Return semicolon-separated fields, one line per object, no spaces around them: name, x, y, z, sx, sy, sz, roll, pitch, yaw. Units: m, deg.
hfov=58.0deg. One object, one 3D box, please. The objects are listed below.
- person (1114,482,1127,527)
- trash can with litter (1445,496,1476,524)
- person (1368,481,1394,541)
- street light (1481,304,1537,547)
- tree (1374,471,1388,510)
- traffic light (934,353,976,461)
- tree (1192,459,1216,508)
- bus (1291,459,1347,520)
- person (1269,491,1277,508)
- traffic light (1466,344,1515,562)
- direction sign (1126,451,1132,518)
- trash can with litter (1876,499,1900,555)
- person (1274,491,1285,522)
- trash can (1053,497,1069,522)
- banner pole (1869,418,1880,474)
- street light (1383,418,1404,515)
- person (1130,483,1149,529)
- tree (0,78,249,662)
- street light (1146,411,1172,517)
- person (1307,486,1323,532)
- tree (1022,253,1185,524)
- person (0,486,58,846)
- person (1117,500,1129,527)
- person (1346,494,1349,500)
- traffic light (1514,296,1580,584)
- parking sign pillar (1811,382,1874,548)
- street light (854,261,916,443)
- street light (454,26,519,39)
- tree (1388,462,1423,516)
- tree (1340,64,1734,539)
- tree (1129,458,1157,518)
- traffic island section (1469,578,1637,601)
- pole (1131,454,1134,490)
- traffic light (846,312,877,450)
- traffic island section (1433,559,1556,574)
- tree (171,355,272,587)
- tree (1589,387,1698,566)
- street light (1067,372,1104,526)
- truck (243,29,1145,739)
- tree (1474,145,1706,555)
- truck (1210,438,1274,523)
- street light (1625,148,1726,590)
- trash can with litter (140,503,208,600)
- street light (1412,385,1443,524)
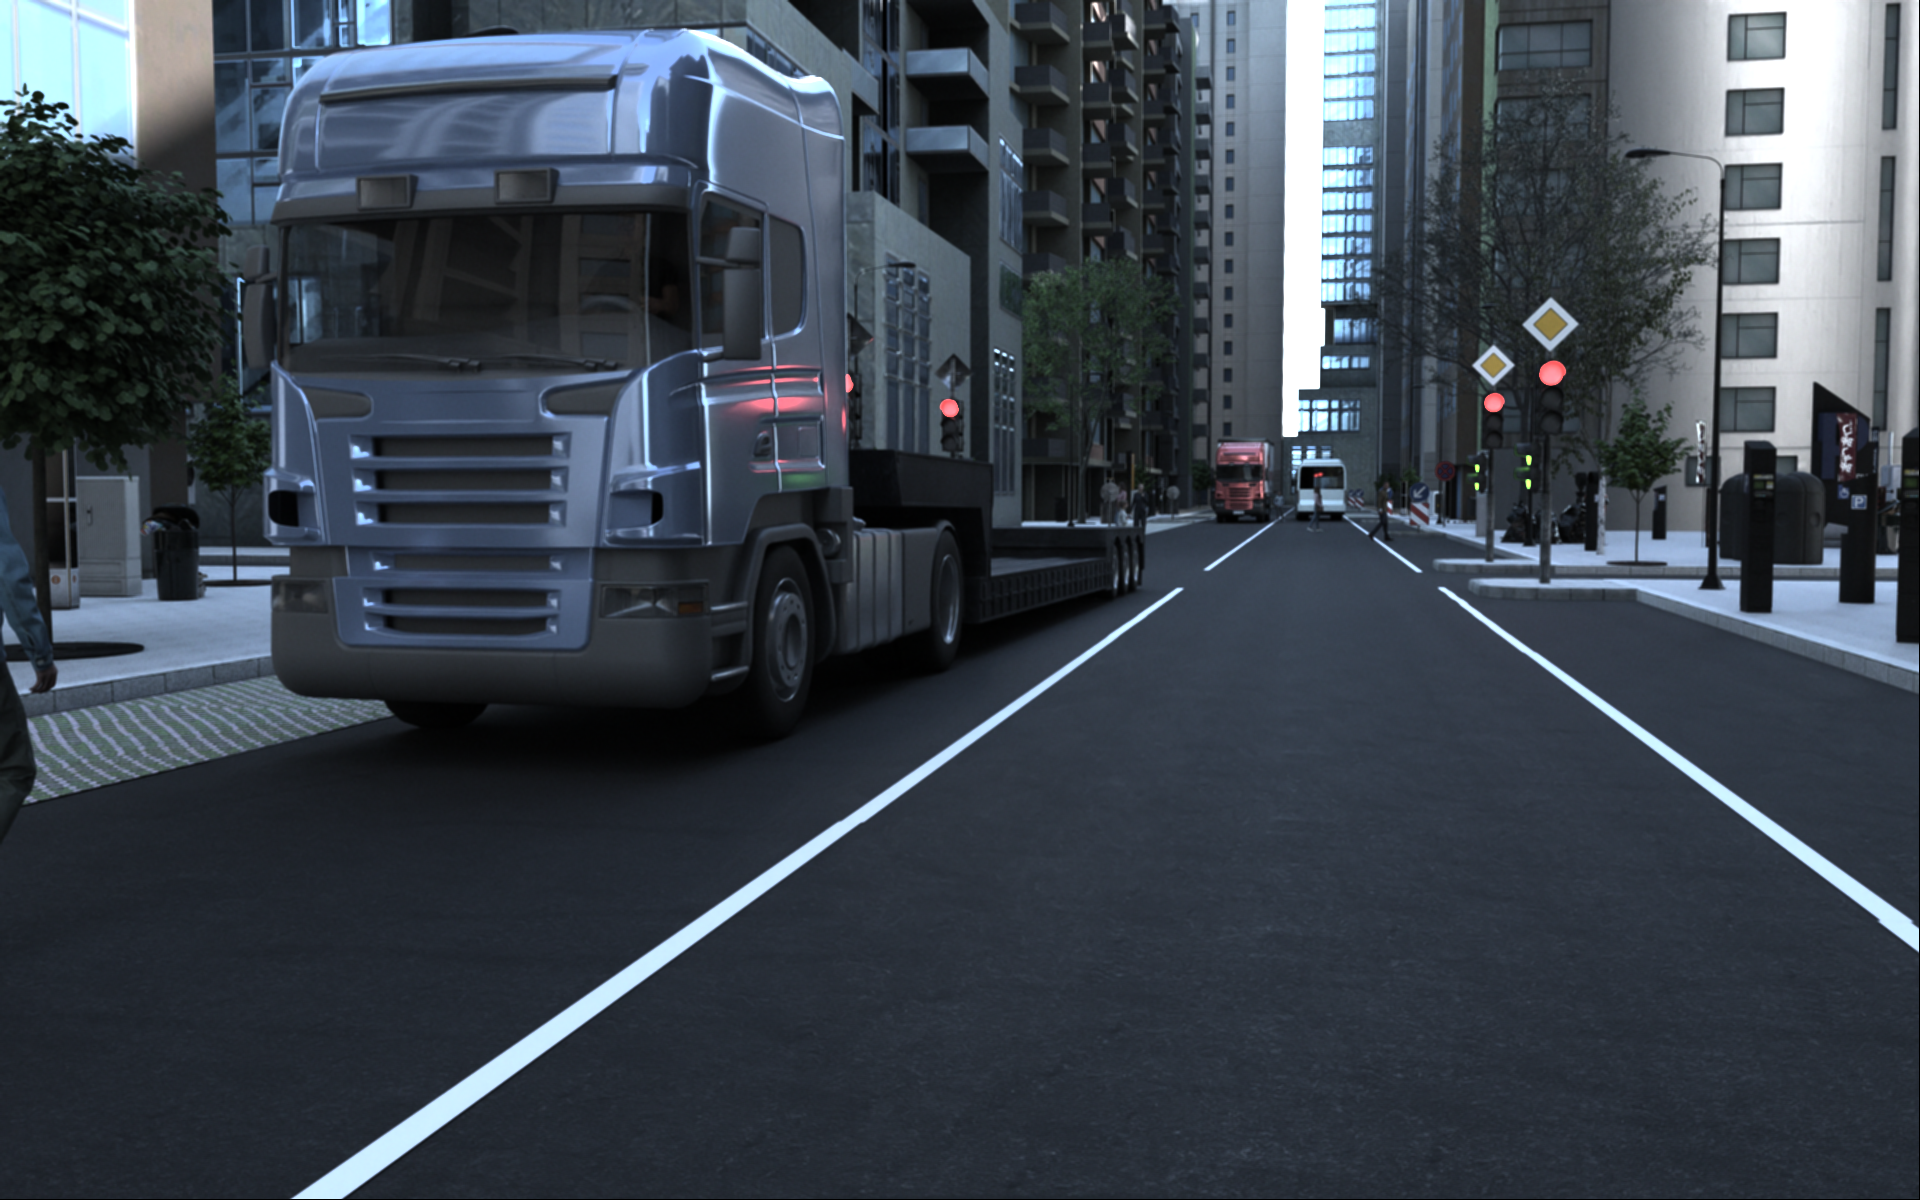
person;5.292;-2.976;57.165;0.388;1.821;0.555;-2;4;-24
trash can with litter;22.102;-3.970;75.963;2.233;1.210;1.678;1;4;20
person;12.992;-2.746;53.303;0.836;1.842;0.656;0;4;-2
street light;13.438;-4.273;42.406;1.470;5.913;1.316;1;4;12
tree;33.059;-8.477;133.202;1.663;3.219;1.824;0;3;0
traffic light;-0.123;-2.796;34.641;0.839;4.253;0.868;1;4;12
tree;21.690;-10.606;157.126;4.285;4.588;4.351;0;3;0
bus;20.332;-6.321;98.212;2.948;3.499;13.247;1;4;10
person;31.345;-10.004;172.854;0.721;1.735;1.217;-3;4;-36
traffic light;9.983;-2.672;32.600;0.839;4.253;0.868;1;4;12
direction sign;8.878;-6.062;91.117;0.379;3.537;0.876;-1;4;-11
trash can with litter;19.338;-1.542;36.604;1.055;1.170;0.624;0;4;7
person;16.534;-4.855;89.693;0.589;1.601;0.330;0;4;2
trash can;4.632;-4.134;79.251;0.748;1.137;0.748;0;3;0
banner pole;29.873;-4.084;56.786;0.401;3.779;0.863;0;4;-2
street light;26.457;-8.142;105.667;1.470;5.913;1.316;1;4;12
person;5.701;-2.818;54.988;0.576;1.772;0.534;0;4;-3
tree;-7.286;-1.843;13.846;4.285;4.588;4.351;0;3;0
street light;11.214;-7.647;97.569;1.470;5.913;1.316;1;4;12
person;13.575;-3.489;66.130;0.643;1.750;0.593;0;4;3
tree;5.379;-9.054;73.787;9.928;11.665;9.643;0;3;0
person;-3.099;0.219;5.258;0.601;1.785;0.444;1;4;13
person;3.808;-1.681;40.268;0.394;1.301;0.425;-2;4;-24
person;33.409;-8.707;150.861;1.348;1.823;0.705;-2;4;-34
traffic light;8.385;-2.193;24.776;0.839;4.253;0.868;1;4;12
parking sign pillar;21.168;-3.247;41.560;1.447;3.967;1.447;0;4;3
street light;-1.564;-3.809;34.824;1.470;5.913;1.316;1;4;12
street light;-5.059;-2.748;17.465;1.470;5.913;1.316;1;4;12
tree;26.851;-6.680;103.823;1.663;3.219;1.824;0;3;0
tree;16.172;-8.478;48.992;12.009;13.543;11.850;0;3;0
tree;9.748;-5.998;92.669;1.663;3.219;1.824;0;3;0
traffic island section;8.422;-0.159;24.882;2.009;0.180;2.903;1;4;12
pole;8.736;-5.732;87.566;0.158;3.312;0.155;0;3;0
traffic light;-1.722;-2.318;26.817;0.839;4.253;0.868;1;4;12
traffic island section;10.021;-0.638;32.706;2.009;0.180;2.903;1;4;12
tree;-10.167;-1.813;24.250;1.663;3.219;1.824;0;3;0
tree;12.181;-2.250;31.395;1.663;3.219;1.824;0;3;0
street light;4.780;-5.724;66.121;1.470;5.913;1.316;1;4;12
truck;-0.547;-1.675;17.144;2.967;4.110;18.799;1;4;13
tree;13.382;-5.272;36.553;4.360;8.622;3.978;0;3;0
truck;14.687;-6.141;89.323;2.839;4.237;11.283;1;4;12
street light;9.626;-3.106;23.324;1.470;5.913;1.316;1;4;12
trash can with litter;-9.578;-0.598;21.166;0.624;1.170;1.055;-1;4;-15
street light;19.968;-6.202;73.942;1.470;5.913;1.316;1;4;12
